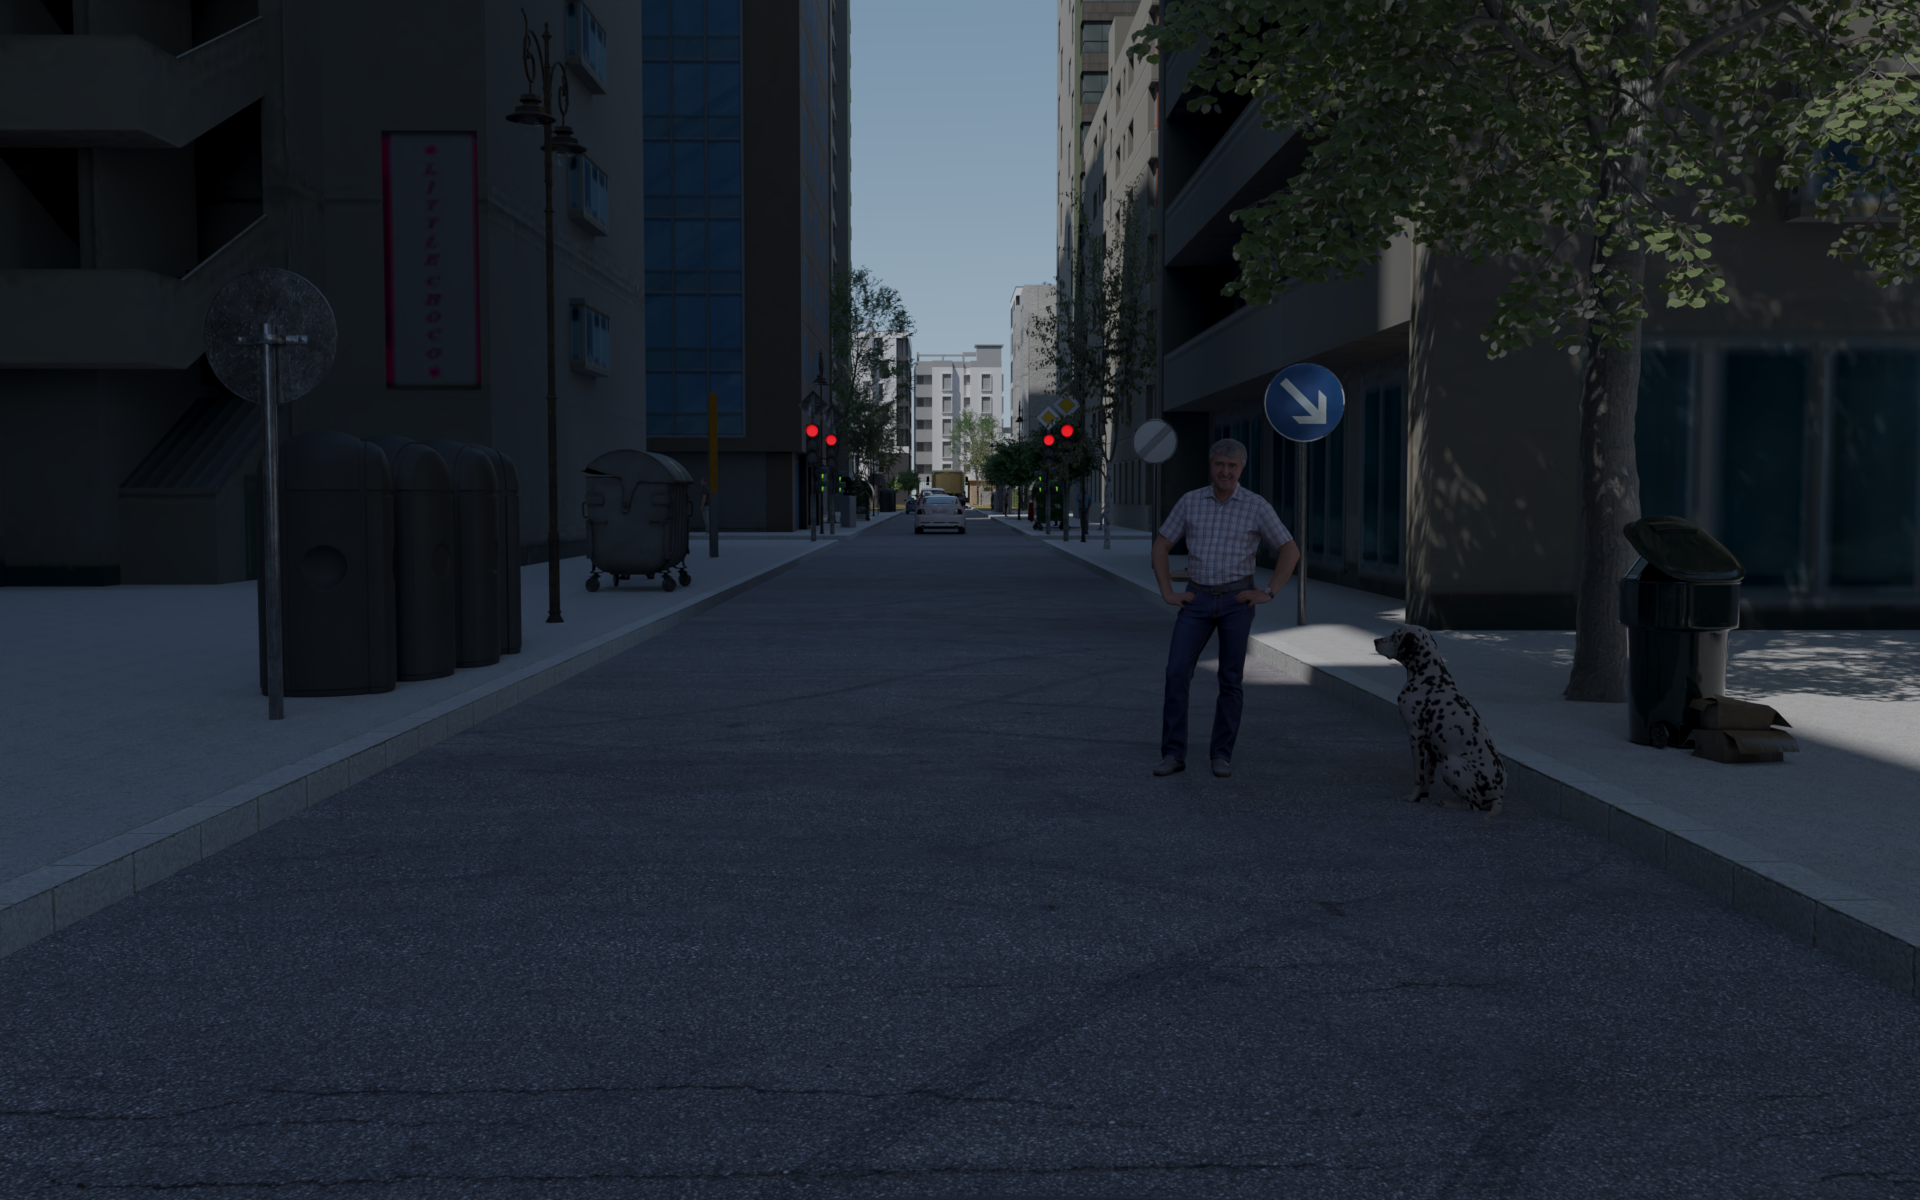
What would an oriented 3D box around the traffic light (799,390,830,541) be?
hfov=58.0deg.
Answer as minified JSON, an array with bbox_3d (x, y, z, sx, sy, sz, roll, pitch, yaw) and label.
[{"bbox_3d":[-3.957,-3.546,46.892,0.839,4.253,0.868,0,4,-1],"label":"traffic light"}]

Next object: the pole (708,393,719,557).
[{"bbox_3d":[-4.992,-2.520,35.040,0.158,3.312,0.155,0,3,0],"label":"pole"}]

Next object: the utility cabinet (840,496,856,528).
[{"bbox_3d":[-4.290,-3.390,66.591,0.306,1.237,1.020,-2,4,-24],"label":"utility cabinet"}]

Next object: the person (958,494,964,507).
[{"bbox_3d":[0.073,-6.125,111.873,0.421,1.427,0.697,0,4,0],"label":"person"}]

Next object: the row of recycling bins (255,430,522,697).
[{"bbox_3d":[-4.003,-0.336,12.605,1.069,1.692,3.534,0,4,3],"label":"row of recycling bins"}]

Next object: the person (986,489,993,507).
[{"bbox_3d":[3.215,-10.271,173.980,1.348,1.823,0.705,2,4,30],"label":"person"}]

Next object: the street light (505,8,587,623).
[{"bbox_3d":[-4.052,-2.713,17.144,0.468,5.910,1.993,0,4,-1],"label":"street light"}]

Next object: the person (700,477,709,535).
[{"bbox_3d":[-7.957,-2.934,54.149,0.434,1.807,0.598,2,4,25],"label":"person"}]

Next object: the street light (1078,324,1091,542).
[{"bbox_3d":[3.288,-4.478,46.007,0.468,5.910,1.993,0,4,-1],"label":"street light"}]

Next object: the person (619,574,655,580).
[{"bbox_3d":[-4.892,-1.189,26.032,0.990,1.755,0.434,-2,4,-30],"label":"person"}]

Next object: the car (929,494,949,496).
[{"bbox_3d":[-1.263,-5.647,104.331,2.014,1.417,4.499,0,4,1],"label":"car"}]

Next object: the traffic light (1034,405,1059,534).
[{"bbox_3d":[2.784,-4.039,54.961,0.839,4.253,0.868,0,4,-1],"label":"traffic light"}]

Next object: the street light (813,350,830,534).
[{"bbox_3d":[-4.436,-5.057,55.469,0.468,5.910,1.993,0,4,-1],"label":"street light"}]

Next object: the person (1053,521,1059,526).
[{"bbox_3d":[3.906,-3.723,69.134,0.590,1.554,0.614,-1,4,-9],"label":"person"}]

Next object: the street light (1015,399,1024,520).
[{"bbox_3d":[2.901,-6.834,84.520,0.468,5.910,1.993,0,4,-1],"label":"street light"}]

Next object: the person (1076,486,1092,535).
[{"bbox_3d":[3.945,-2.846,54.791,0.499,1.552,0.429,2,4,31],"label":"person"}]

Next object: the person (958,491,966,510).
[{"bbox_3d":[0.164,-6.597,117.818,0.566,1.644,0.517,-1,4,-15],"label":"person"}]

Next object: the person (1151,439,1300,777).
[{"bbox_3d":[1.311,0.038,8.815,0.756,1.711,0.436,2,4,26],"label":"person"}]

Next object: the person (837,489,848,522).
[{"bbox_3d":[-5.189,-4.337,77.670,0.376,1.734,0.841,2,4,34],"label":"person"}]

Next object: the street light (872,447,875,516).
[{"bbox_3d":[-5.023,-7.815,100.555,0.468,5.910,1.993,0,4,-1],"label":"street light"}]

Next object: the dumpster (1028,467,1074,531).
[{"bbox_3d":[3.219,-3.597,61.303,1.502,2.255,1.985,0,4,0],"label":"dumpster"}]

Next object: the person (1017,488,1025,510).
[{"bbox_3d":[4.839,-7.875,135.252,0.568,1.767,0.683,3,5,42],"label":"person"}]

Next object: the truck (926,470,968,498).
[{"bbox_3d":[-0.986,-8.760,139.151,3.469,3.379,9.791,0,4,-1],"label":"truck"}]

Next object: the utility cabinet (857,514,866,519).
[{"bbox_3d":[-4.856,-4.767,86.611,0.318,1.500,1.173,-1,4,-20],"label":"utility cabinet"}]

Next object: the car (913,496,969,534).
[{"bbox_3d":[-0.717,-3.135,63.621,2.083,1.381,4.827,0,3,0],"label":"car"}]

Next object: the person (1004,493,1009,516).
[{"bbox_3d":[2.668,-5.469,99.371,0.340,1.345,0.435,-2,4,-34],"label":"person"}]

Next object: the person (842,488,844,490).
[{"bbox_3d":[-6.631,-5.700,99.368,0.434,1.807,0.598,0,4,-2],"label":"person"}]

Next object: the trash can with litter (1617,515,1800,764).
[{"bbox_3d":[3.774,0.168,8.648,0.624,1.170,1.055,-1,4,-13],"label":"trash can with litter"}]

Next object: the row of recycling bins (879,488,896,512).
[{"bbox_3d":[-5.197,-7.132,123.713,1.069,1.692,3.534,0,4,5],"label":"row of recycling bins"}]

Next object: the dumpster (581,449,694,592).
[{"bbox_3d":[-4.324,-1.073,23.296,1.264,1.857,1.865,0,4,-1],"label":"dumpster"}]

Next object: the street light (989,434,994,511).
[{"bbox_3d":[2.387,-9.601,129.757,0.468,5.910,1.993,0,4,-1],"label":"street light"}]

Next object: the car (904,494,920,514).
[{"bbox_3d":[-3.018,-6.838,123.806,2.014,1.417,4.499,0,4,-3],"label":"car"}]

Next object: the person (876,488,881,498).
[{"bbox_3d":[-6.433,-8.040,138.216,0.721,1.743,1.217,-2,4,-29],"label":"person"}]

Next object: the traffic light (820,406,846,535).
[{"bbox_3d":[-4.037,-4.034,54.877,0.839,4.253,0.868,0,4,-1],"label":"traffic light"}]

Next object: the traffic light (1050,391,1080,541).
[{"bbox_3d":[2.864,-3.551,46.977,0.839,4.253,0.868,0,4,-1],"label":"traffic light"}]

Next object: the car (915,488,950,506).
[{"bbox_3d":[-1.771,-6.322,112.040,2.281,1.827,5.304,0,4,-2],"label":"car"}]

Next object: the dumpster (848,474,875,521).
[{"bbox_3d":[-4.882,-4.921,82.944,1.502,2.255,1.985,0,4,-1],"label":"dumpster"}]

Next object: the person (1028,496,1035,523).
[{"bbox_3d":[3.301,-4.252,78.039,0.523,1.526,0.387,1,4,18],"label":"person"}]

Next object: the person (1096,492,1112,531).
[{"bbox_3d":[4.816,-3.010,58.498,0.776,1.435,0.726,0,4,-6],"label":"person"}]
